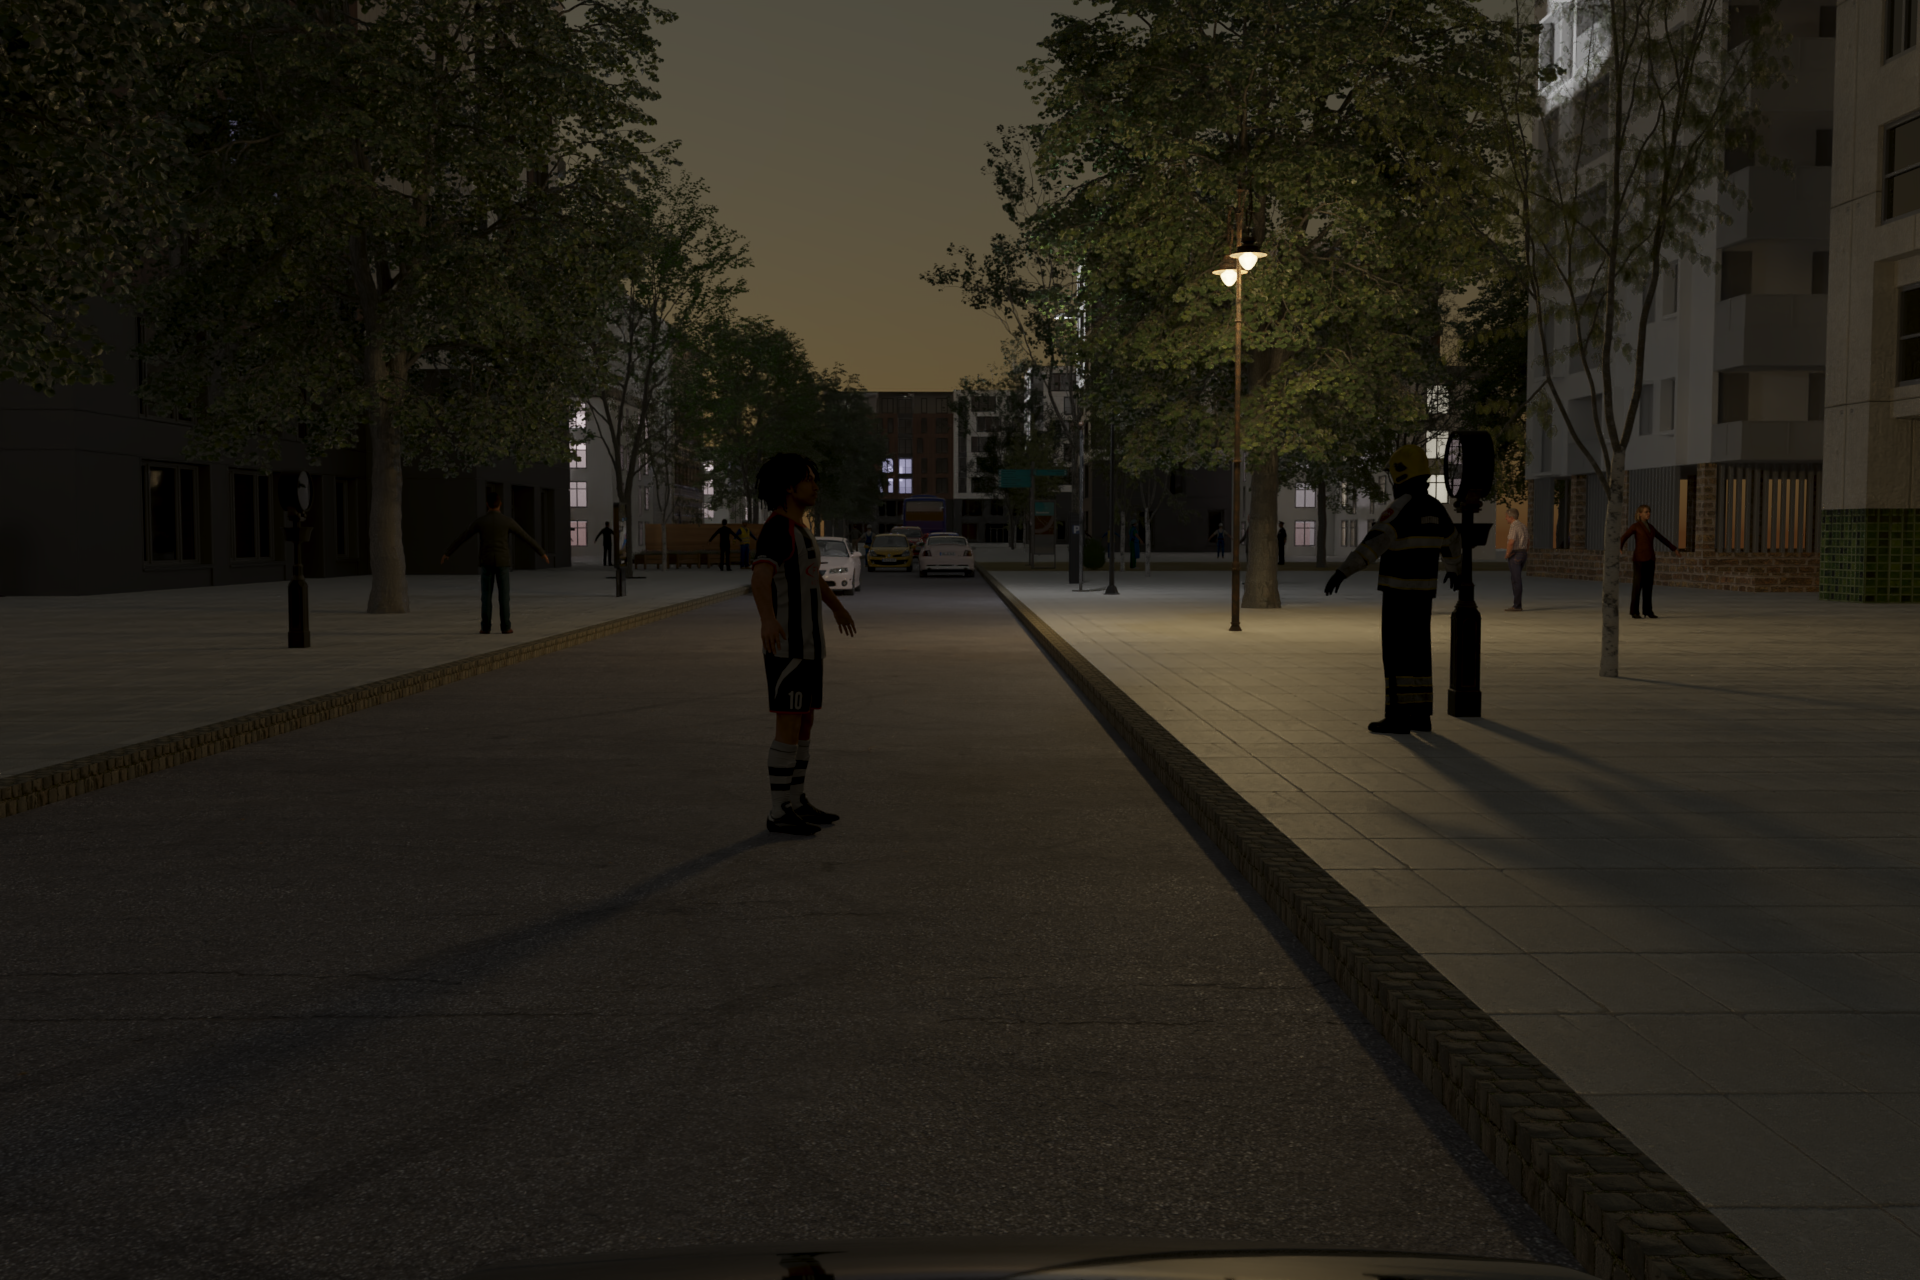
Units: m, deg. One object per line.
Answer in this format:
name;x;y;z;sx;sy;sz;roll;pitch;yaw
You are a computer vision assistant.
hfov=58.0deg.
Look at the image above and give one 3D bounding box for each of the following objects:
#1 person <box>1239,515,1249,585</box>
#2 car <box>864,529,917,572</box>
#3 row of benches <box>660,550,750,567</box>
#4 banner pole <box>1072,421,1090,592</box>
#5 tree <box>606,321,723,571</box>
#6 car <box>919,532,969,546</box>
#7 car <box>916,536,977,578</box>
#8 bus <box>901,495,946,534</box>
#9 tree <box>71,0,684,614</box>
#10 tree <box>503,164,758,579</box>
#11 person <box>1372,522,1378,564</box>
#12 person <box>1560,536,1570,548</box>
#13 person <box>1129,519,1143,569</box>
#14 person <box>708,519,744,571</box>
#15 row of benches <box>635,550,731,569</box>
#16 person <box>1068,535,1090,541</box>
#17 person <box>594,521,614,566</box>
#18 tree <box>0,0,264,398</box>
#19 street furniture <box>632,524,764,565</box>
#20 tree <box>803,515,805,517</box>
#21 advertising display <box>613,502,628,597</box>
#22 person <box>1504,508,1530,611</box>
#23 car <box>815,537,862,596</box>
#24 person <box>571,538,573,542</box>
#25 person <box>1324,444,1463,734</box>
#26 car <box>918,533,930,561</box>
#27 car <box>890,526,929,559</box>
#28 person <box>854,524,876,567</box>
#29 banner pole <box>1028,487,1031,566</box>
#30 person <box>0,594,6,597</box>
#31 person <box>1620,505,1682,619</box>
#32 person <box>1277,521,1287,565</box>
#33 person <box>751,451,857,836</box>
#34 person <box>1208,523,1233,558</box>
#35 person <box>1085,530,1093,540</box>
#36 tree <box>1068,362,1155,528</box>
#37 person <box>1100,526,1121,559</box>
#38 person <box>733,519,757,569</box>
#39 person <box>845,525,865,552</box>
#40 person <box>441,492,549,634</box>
person;7.345;-2.297;43.732;0.705;1.807;1.348;-1;4;-18
car;-2.674;-3.454;66.696;2.015;1.641;3.980;0;4;-1
row of benches;-9.986;-3.225;68.200;4.104;0.672;1.422;-3;5;-41
banner pole;2.696;-2.955;38.330;0.401;3.779;0.863;0;4;0
tree;-10.232;-6.688;59.705;4.360;8.622;3.978;0;3;0
car;-0.617;-3.463;66.214;1.945;1.707;3.694;0;4;-1
car;-0.461;-2.823;58.516;2.083;1.381;4.827;0;4;-1
bus;-2.231;-7.094;107.539;2.896;3.916;12.251;0;4;-1
tree;-9.215;-7.413;27.860;9.857;13.997;8.962;0;3;0
tree;-9.604;-7.566;49.466;9.928;11.665;9.643;0;3;0
person;17.811;-4.169;74.348;0.705;1.806;1.347;1;4;16
person;20.968;-3.072;59.503;0.697;1.427;0.421;1;4;11
person;6.401;-3.506;63.454;0.704;1.817;1.347;-1;4;-13
person;-8.164;-3.307;60.250;1.347;1.806;0.705;1;4;13
row of benches;-10.202;-2.990;64.348;1.422;0.672;4.104;3;5;44
person;6.540;-5.493;95.596;1.354;1.856;0.705;2;4;30
person;-14.125;-3.869;69.482;1.346;1.802;0.704;1;4;21
tree;-9.445;-6.454;12.186;9.857;13.997;8.962;0;3;0
street furniture;-10.336;-4.132;74.411;11.010;1.723;9.812;2;4;35
tree;-23.126;-18.462;252.219;4.360;8.622;3.978;0;3;0
advertising display;-6.965;-1.854;35.535;0.123;1.923;0.974;0;4;-1
person;9.180;-1.331;28.742;0.756;1.711;0.436;-3;5;-41
car;-3.391;-1.807;41.900;2.083;1.381;4.827;0;4;0
person;-19.419;-4.804;84.681;0.705;1.813;1.348;2;4;26
person;2.880;-0.334;11.223;1.351;1.858;0.704;-3;4;-39
car;-1.396;-5.219;94.367;2.155;1.783;4.494;0;4;0
car;-2.695;-4.790;86.990;2.281;1.827;5.304;0;3;0
person;-3.932;-4.088;75.154;1.347;1.847;0.705;0;4;5
banner pole;2.868;-4.922;70.499;0.401;3.779;0.863;0;4;-2
person;-19.624;-1.736;34.879;0.568;1.767;0.683;2;4;28
person;10.407;-1.188;26.234;1.215;1.729;0.721;-1;4;-20
person;13.369;-4.054;72.214;0.705;1.837;1.347;-1;4;-12
person;-0.781;0.013;8.388;0.704;1.843;1.345;1;4;11
person;13.748;-5.226;91.300;1.347;1.847;0.705;1;4;10
person;6.584;-5.334;93.353;1.346;1.812;0.704;-1;4;-14
tree;6.290;-7.413;71.571;4.360;8.622;3.978;0;3;0
person;7.854;-5.094;89.755;1.216;1.772;0.721;1;4;15
person;-7.855;-3.509;63.334;0.705;1.833;1.349;3;4;38
person;-5.920;-5.582;97.529;1.348;1.796;0.705;-2;4;-25
person;-5.979;-0.991;22.270;1.348;1.821;0.705;-1;4;-12
